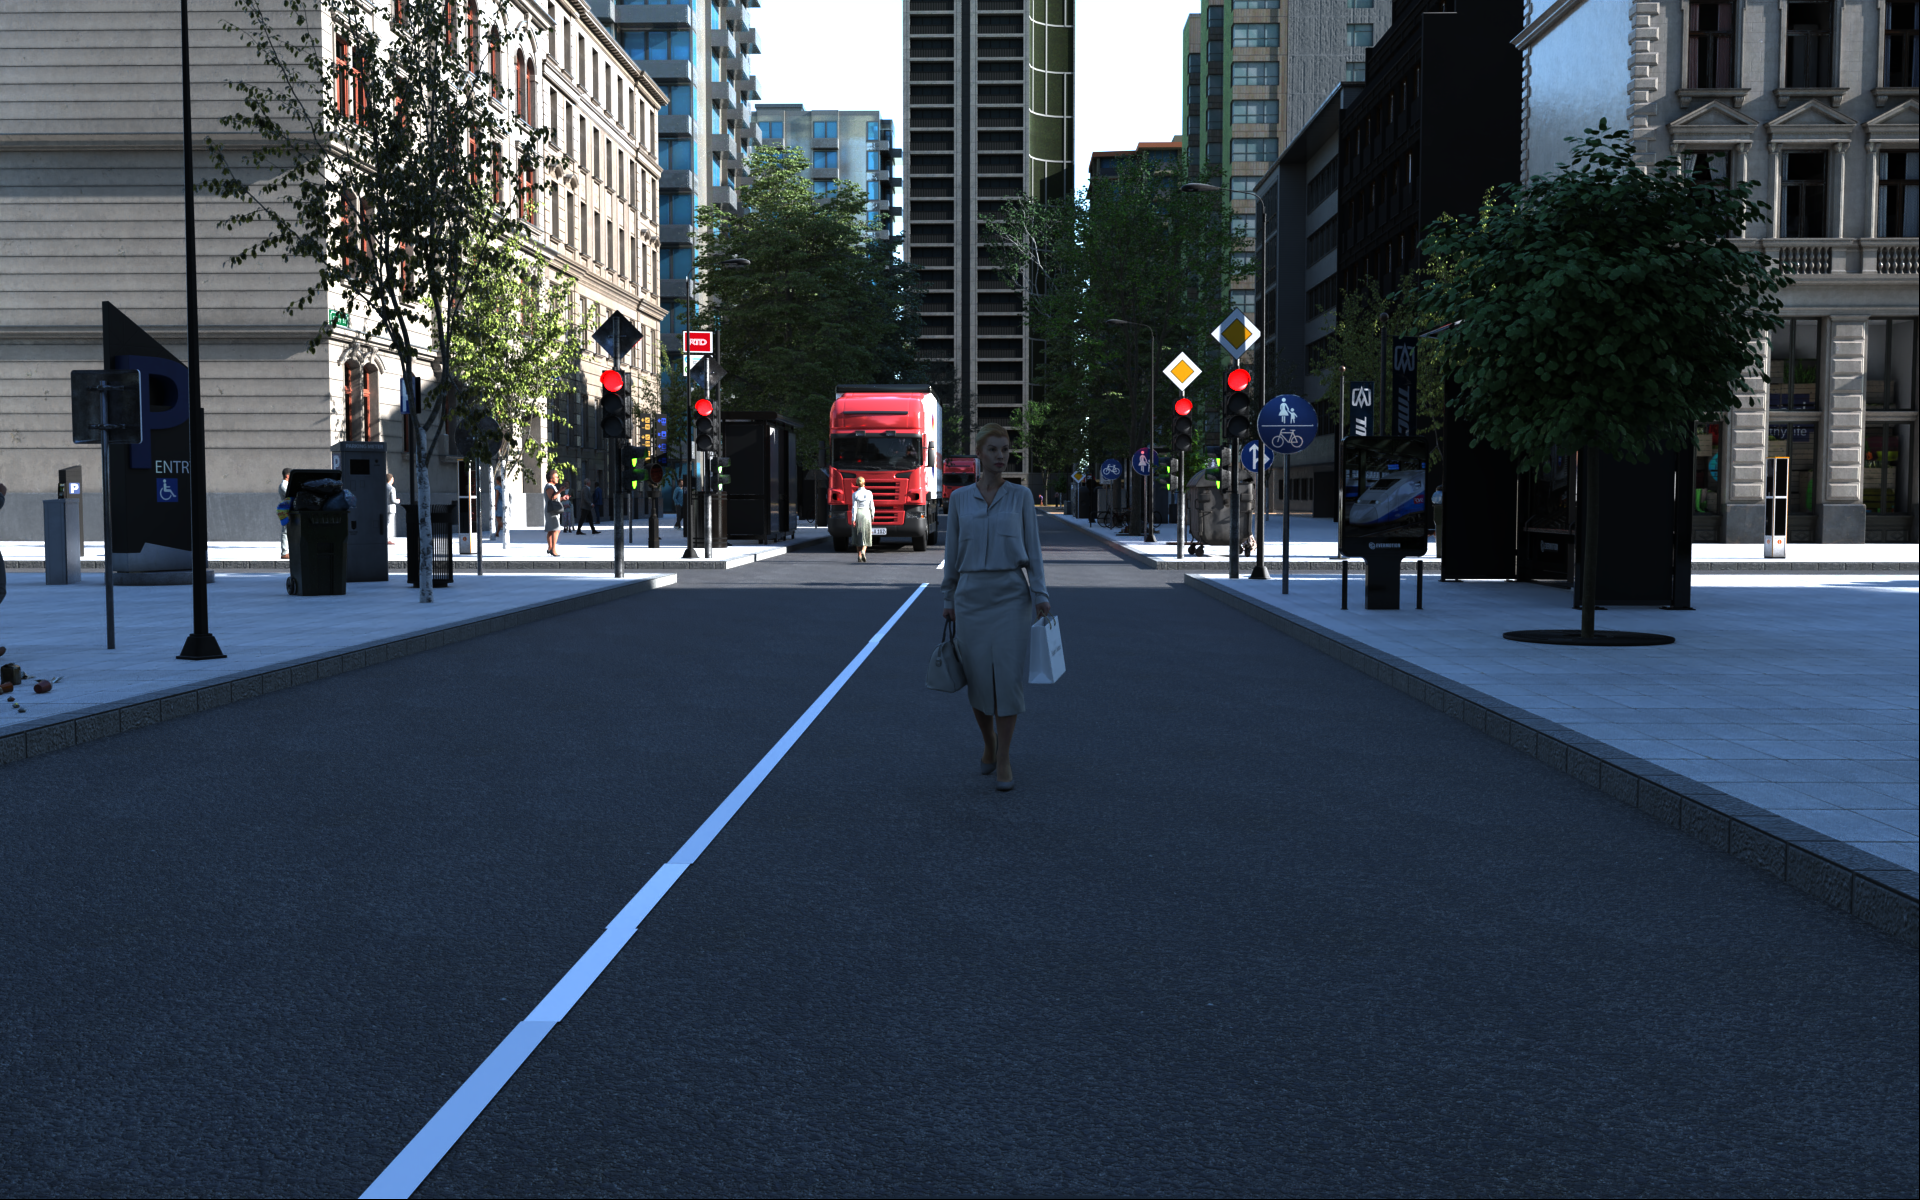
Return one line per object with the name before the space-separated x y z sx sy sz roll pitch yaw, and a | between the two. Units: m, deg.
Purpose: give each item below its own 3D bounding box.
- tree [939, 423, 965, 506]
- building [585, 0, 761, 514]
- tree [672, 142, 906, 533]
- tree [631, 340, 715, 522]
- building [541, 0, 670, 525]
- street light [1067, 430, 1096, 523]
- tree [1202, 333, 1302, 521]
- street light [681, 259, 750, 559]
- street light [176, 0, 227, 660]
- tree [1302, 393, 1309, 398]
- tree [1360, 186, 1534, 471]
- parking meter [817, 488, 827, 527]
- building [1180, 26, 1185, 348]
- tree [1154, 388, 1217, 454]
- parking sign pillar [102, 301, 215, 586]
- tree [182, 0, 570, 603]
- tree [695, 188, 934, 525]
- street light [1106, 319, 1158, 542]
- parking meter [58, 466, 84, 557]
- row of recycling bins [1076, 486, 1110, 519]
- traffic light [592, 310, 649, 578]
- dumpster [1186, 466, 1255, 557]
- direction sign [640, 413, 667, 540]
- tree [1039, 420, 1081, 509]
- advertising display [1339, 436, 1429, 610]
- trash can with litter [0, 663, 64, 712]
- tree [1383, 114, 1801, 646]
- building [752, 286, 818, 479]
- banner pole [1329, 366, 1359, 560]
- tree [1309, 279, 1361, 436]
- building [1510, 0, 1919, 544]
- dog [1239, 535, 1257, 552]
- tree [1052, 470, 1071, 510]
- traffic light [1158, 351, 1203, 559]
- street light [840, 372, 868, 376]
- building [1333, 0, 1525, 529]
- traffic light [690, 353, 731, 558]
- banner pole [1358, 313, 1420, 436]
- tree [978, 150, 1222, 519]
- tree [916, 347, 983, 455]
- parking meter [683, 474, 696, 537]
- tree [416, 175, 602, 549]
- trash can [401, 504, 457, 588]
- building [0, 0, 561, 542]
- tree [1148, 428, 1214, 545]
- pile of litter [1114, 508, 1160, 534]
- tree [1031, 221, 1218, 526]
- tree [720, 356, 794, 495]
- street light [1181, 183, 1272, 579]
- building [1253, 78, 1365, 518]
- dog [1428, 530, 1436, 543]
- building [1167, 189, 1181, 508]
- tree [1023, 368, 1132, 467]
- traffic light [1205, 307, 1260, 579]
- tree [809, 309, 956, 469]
tree | -1.856 -13.744 175.071 4.737 8.622 4.395 0 3 0
building | -26.487 -30.926 125.250 23.786 49.044 30.456 0 4 1
tree | -5.701 -8.492 56.976 7.486 12.596 7.792 0 3 0
tree | -13.292 -7.949 80.336 4.737 8.622 4.395 0 3 0
building | -22.127 -17.394 81.660 12.463 27.353 25.104 0 4 1
street light | 5.367 -6.399 77.164 1.470 5.913 1.316 0 4 1
tree | 12.984 -7.824 78.284 4.360 8.622 3.978 0 3 0
street light | -4.837 -3.779 34.326 1.470 5.913 1.316 0 4 1
street light | -5.385 -2.495 13.330 1.470 5.913 1.316 0 4 1
tree | 14.529 -8.115 83.046 4.360 8.622 3.978 0 3 0
tree | 13.017 -5.639 42.564 4.737 8.622 4.395 0 3 0
parking meter | -5.410 -3.643 67.979 0.372 1.533 0.369 0 3 0
building | 26.187 -28.610 151.375 14.154 41.232 14.086 0 4 1
tree | 13.242 -9.478 105.323 4.737 8.622 4.395 0 3 0
parking sign pillar | -11.499 -2.221 24.787 1.447 3.967 1.447 2 4 29
tree | -6.397 -4.261 20.035 4.360 8.622 3.978 0 3 0
tree | -5.850 -10.115 72.032 9.857 13.997 8.962 0 3 0
street light | 4.570 -4.505 46.196 1.470 5.913 1.316 0 4 1
parking meter | -18.131 -1.811 35.317 0.255 1.863 0.399 2 4 32
row of recycling bins | 7.181 -5.205 92.208 1.069 1.692 3.534 2 4 28
traffic light | -5.209 -2.296 26.457 0.839 4.253 0.868 0 4 1
dumpster | 5.409 -1.845 35.931 1.264 1.857 1.865 0 4 1
direction sign | -8.618 -3.473 48.781 0.876 3.537 0.379 -3 5 -43
tree | 8.621 -12.101 148.211 4.737 8.622 4.395 0 3 0
advertising display | 4.701 -0.857 19.225 0.974 1.923 0.123 0 4 -4
trash can with litter | -6.316 0.006 10.955 1.678 1.210 2.233 0 4 1
tree | 5.459 -1.924 15.170 4.285 4.588 4.351 0 3 0
building | -28.501 -19.355 161.485 28.899 21.520 27.650 0 4 1
banner pole | 7.684 -2.683 33.890 0.863 3.779 0.401 0 4 2
tree | 13.836 -6.469 56.136 4.737 8.622 4.395 0 3 0
building | 26.521 -13.433 48.513 19.941 23.489 11.050 0 4 1
dog | 6.400 -1.495 38.831 0.513 0.831 0.800 0 4 4
tree | 8.366 -8.871 139.645 1.663 3.219 1.824 0 3 0
traffic light | 4.355 -2.770 34.215 0.839 4.253 0.868 0 4 1
street light | -4.037 -5.657 65.026 1.470 5.913 1.316 0 4 1
building | 23.012 -14.722 70.390 12.332 23.373 15.834 0 4 1
traffic light | -5.003 -2.784 34.439 0.839 4.253 0.868 0 4 1
banner pole | 6.055 -2.086 24.119 0.863 3.779 0.401 -2 4 -29
tree | 7.643 -14.653 95.459 12.611 20.169 13.585 0 3 0
tree | -2.555 -14.230 143.033 12.009 13.543 11.850 0 3 0
parking meter | -8.043 -2.801 51.510 0.255 1.863 0.399 -3 5 -39
tree | -10.502 -5.484 40.020 4.737 8.622 4.395 0 3 0
trash can | -7.302 -0.746 23.848 0.748 1.137 0.748 0 3 0
building | -22.681 -16.481 56.852 14.401 28.519 23.554 0 4 1
tree | 5.586 -3.005 43.737 1.663 3.219 1.824 0 3 0
pile of litter | 5.806 -2.611 56.648 1.176 0.858 1.719 -2 4 -29
tree | 6.500 -9.171 68.073 7.486 12.596 7.792 0 3 0
tree | -10.329 -8.476 88.952 4.360 8.622 3.978 0 3 0
street light | 3.999 -3.272 26.039 1.470 5.913 1.316 0 4 1
building | 24.962 -16.806 93.842 14.314 24.678 30.058 0 4 1
dog | 12.448 -1.771 45.789 0.540 0.507 0.406 -1 4 -10
building | 26.771 -24.136 166.317 14.160 30.474 14.107 0 4 1
tree | 8.552 -11.856 128.257 8.767 10.594 7.601 -2 4 -30
traffic light | 4.149 -2.282 26.232 0.839 4.253 0.868 0 4 1
tree | -5.066 -11.339 102.401 9.611 12.733 9.660 0 3 0
